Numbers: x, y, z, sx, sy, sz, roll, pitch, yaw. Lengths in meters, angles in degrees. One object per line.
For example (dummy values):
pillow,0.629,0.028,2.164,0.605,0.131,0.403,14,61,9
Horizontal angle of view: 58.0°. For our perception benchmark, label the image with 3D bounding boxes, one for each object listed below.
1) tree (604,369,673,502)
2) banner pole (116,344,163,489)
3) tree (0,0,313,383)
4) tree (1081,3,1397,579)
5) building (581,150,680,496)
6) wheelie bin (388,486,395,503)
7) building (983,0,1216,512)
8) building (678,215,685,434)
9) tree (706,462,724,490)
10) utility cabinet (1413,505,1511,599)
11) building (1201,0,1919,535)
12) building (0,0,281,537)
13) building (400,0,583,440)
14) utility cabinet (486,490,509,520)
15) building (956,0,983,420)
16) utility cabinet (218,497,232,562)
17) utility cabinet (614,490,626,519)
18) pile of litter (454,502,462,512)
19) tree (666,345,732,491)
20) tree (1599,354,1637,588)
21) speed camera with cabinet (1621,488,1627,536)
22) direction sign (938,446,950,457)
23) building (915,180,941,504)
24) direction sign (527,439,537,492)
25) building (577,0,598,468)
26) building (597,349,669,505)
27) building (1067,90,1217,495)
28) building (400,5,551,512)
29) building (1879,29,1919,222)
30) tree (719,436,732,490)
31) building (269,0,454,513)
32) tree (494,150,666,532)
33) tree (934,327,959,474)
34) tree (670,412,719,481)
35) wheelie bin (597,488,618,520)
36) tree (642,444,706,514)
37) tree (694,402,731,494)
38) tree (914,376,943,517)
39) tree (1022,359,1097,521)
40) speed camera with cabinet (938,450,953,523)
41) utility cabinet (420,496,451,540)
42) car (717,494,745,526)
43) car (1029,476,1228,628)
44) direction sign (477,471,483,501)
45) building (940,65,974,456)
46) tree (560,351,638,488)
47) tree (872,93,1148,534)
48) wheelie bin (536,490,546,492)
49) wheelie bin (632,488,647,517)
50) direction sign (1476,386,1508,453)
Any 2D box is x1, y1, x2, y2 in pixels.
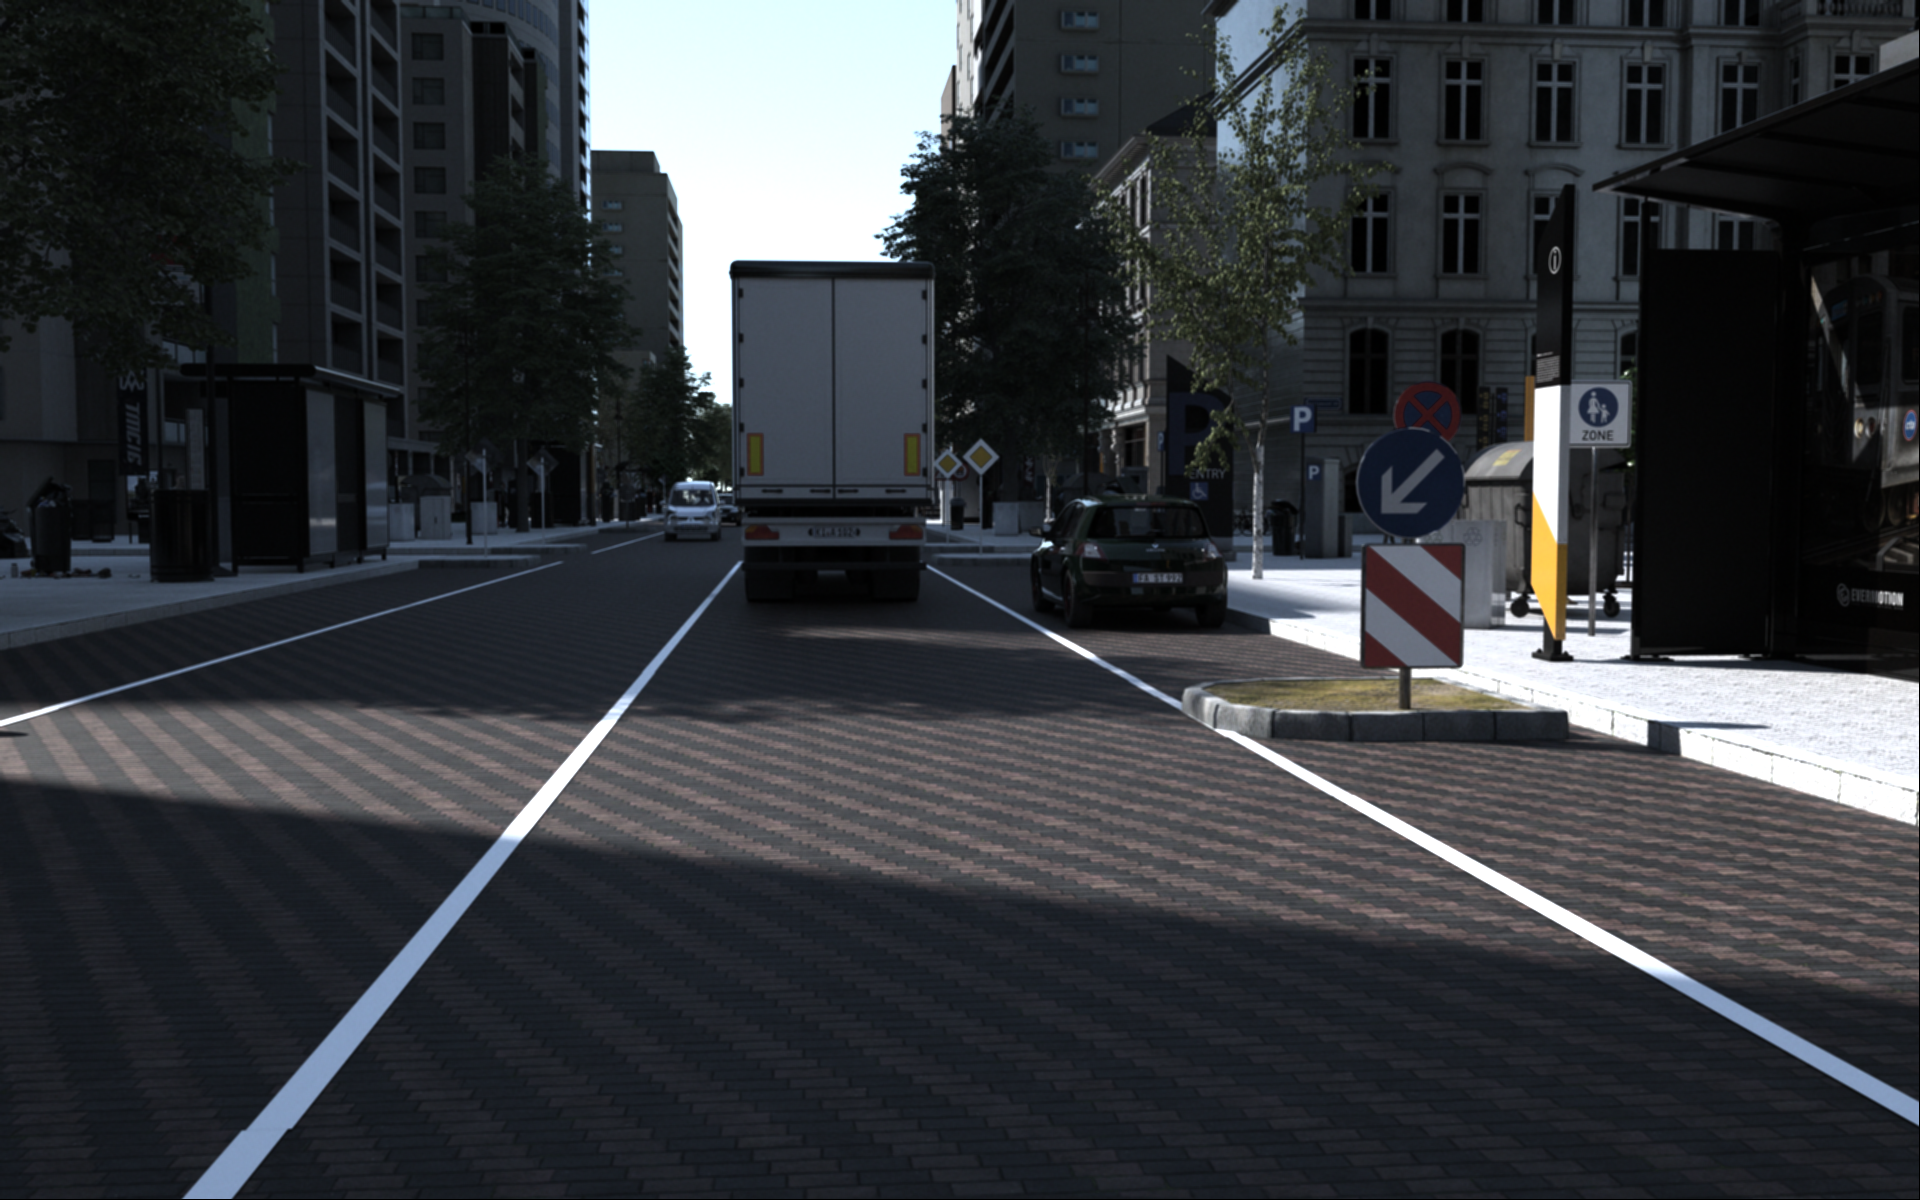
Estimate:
tree,-18.793,-9.167,100.248,4.737,8.622,4.395,0,3,0
banner pole,-13.620,-2.380,28.930,0.863,3.779,0.401,-1,4,-18
tree,-10.635,-6.137,18.471,7.486,12.596,7.792,0,3,0
tree,4.277,-4.626,26.002,4.737,8.622,4.395,0,3,0
building,-51.473,-38.106,246.738,21.300,48.544,21.600,0,4,-5
wheelie bin,-22.187,-3.633,67.305,0.693,1.594,0.980,2,4,29
building,13.500,-31.174,133.398,21.300,48.544,21.600,0,4,-5
building,-49.595,-37.605,264.957,14.600,45.320,14.200,0,4,-5
tree,-25.231,-11.568,172.847,4.285,4.588,4.351,0,3,0
utility cabinet,6.114,-0.761,21.119,1.173,1.500,0.318,1,4,16
building,27.130,-14.781,60.759,34.723,24.649,14.460,0,4,-5
building,-31.340,-22.747,55.516,14.154,41.232,14.086,0,4,-5
building,-40.685,-35.882,128.664,21.231,58.520,28.212,0,4,-5
utility cabinet,-22.965,-4.730,86.013,1.173,1.500,0.318,2,4,26
building,14.144,-34.784,157.958,28.713,52.752,27.495,0,4,-5
utility cabinet,-14.182,-1.302,32.456,1.020,1.237,0.306,-2,4,-24
utility cabinet,-17.744,-4.946,89.552,0.318,1.500,1.173,3,5,40
pile of litter,-27.838,-5.019,96.022,1.719,0.858,1.176,0,4,-6
tree,-21.735,-13.054,131.555,7.486,12.596,7.792,0,3,0
tree,9.388,-1.796,23.971,1.663,3.219,1.824,0,3,0
speed camera with cabinet,18.144,-3.193,46.540,2.038,3.252,0.660,0,4,3
direction sign,-0.740,-5.506,82.017,0.379,3.537,0.876,3,5,39
building,1.018,-33.340,228.709,14.154,41.232,14.086,0,4,-5
direction sign,-17.682,-4.894,72.009,0.379,3.537,0.876,2,4,25
building,-44.399,-51.653,157.195,22.319,86.520,31.000,0,4,-5
building,-52.440,-23.063,222.126,27.650,21.520,28.899,0,4,-5
building,11.257,-15.234,99.980,10.553,20.767,40.483,0,4,-5
building,-33.302,-20.477,106.495,14.160,30.474,14.107,0,4,-5
building,24.894,-24.045,12.747,23.786,49.044,30.456,0,4,-5
tree,-33.364,-21.234,264.185,9.611,12.733,9.660,0,3,0
building,-35.211,-39.229,79.651,20.563,71.187,20.611,0,4,-5
tree,-14.263,-8.548,57.888,7.486,12.596,7.792,0,3,0
tree,-3.817,-11.301,102.896,7.486,12.596,7.792,0,3,0
tree,-23.474,-12.388,152.903,4.360,8.622,3.978,0,3,0
wheelie bin,-17.191,-4.688,84.555,0.980,1.594,0.693,-1,4,-16
tree,-19.105,-7.908,113.006,4.285,4.588,4.351,0,3,0
tree,-31.233,-19.584,230.569,12.009,13.543,11.850,0,3,0
tree,-2.519,-8.484,89.069,4.737,8.622,4.395,0,3,0
tree,4.459,-8.077,82.428,4.360,8.622,3.978,0,3,0
speed camera with cabinet,-0.578,-5.088,77.519,0.660,3.252,2.038,0,4,-5
utility cabinet,-14.690,-2.283,48.495,1.020,1.237,0.306,3,4,36
car,-10.675,-4.194,78.364,2.009,1.686,4.222,0,4,-4
car,1.866,-0.625,20.002,2.009,1.686,4.222,0,4,-5
direction sign,-19.611,-4.819,70.791,0.379,3.537,0.876,-2,4,-31
building,5.446,-32.334,178.767,14.600,45.320,14.200,0,4,-5
tree,-17.933,-8.341,86.744,4.360,8.622,3.978,0,3,0
tree,1.705,-9.116,55.697,9.857,13.997,8.962,0,3,0
wheelie bin,-20.707,-4.755,85.648,0.980,1.594,0.693,3,5,43
wheelie bin,-17.867,-5.422,96.564,0.980,1.594,0.693,1,4,21
direction sign,11.266,-2.736,36.731,0.876,3.537,0.379,-2,4,-31
